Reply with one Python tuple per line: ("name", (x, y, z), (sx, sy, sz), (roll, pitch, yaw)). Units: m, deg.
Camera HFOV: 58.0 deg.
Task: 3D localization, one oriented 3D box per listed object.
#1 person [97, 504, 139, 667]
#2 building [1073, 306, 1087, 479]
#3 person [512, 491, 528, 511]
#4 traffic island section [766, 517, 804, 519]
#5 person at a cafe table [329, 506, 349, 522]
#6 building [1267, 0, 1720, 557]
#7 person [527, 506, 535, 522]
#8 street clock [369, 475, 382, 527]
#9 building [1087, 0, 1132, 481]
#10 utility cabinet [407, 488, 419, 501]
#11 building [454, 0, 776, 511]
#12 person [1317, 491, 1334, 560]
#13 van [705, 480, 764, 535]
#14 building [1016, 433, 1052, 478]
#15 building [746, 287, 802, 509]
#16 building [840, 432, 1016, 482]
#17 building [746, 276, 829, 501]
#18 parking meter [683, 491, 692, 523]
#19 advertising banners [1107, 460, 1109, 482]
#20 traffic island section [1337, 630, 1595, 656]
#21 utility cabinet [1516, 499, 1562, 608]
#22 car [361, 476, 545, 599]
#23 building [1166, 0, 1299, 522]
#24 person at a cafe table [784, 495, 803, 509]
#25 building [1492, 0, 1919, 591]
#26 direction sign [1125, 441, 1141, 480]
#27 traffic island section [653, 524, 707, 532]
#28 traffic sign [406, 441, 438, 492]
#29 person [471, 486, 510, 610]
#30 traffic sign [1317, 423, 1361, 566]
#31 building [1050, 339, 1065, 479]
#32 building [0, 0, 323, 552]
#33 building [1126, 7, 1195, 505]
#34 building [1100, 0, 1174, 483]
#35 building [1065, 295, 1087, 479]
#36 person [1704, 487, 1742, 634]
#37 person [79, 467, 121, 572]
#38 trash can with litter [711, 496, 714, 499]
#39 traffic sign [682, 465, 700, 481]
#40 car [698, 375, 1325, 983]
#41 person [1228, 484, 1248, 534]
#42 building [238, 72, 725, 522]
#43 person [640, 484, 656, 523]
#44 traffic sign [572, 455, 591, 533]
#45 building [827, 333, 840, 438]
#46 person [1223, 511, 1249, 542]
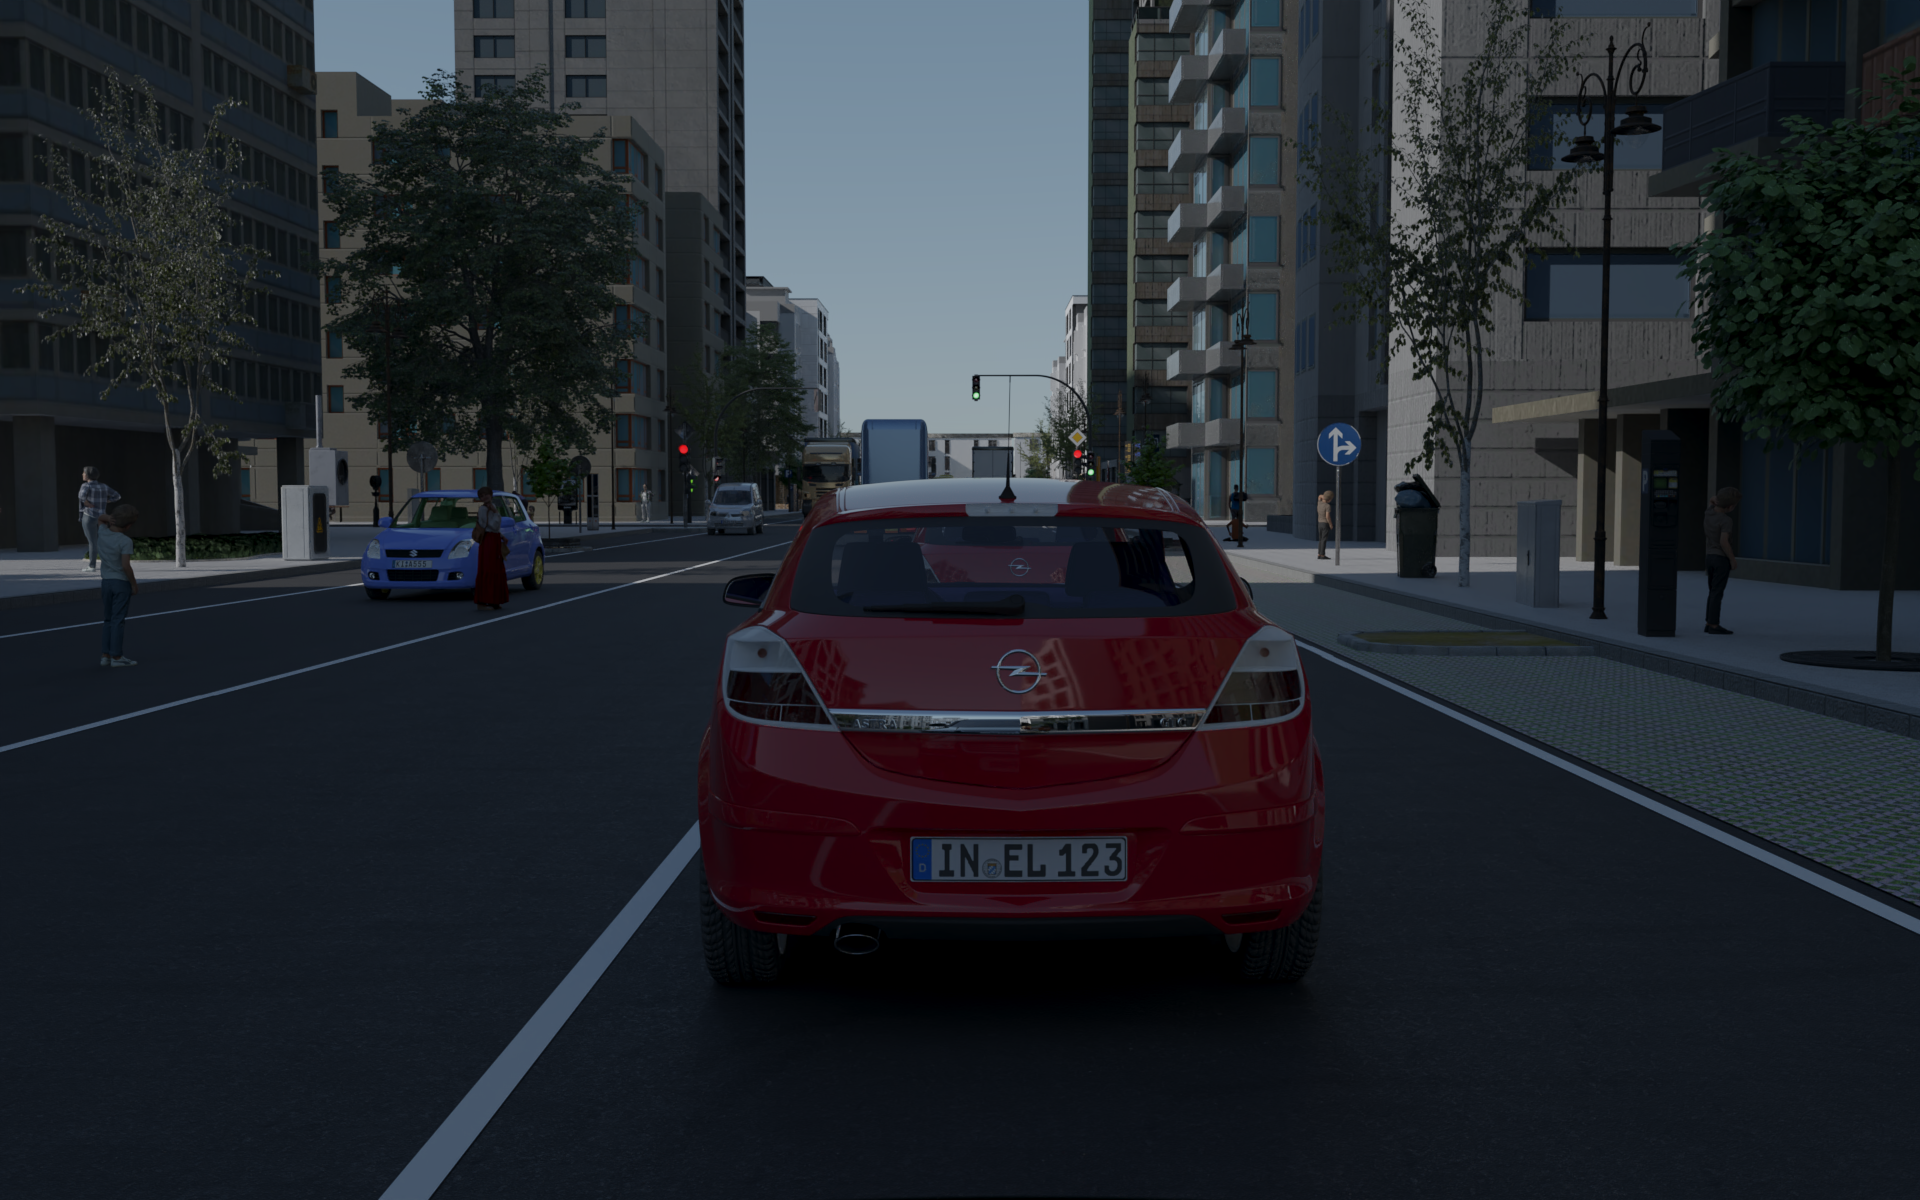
("person", (-7.029, -0.124, 14.438), (0.435, 1.345, 0.340), (1, 4, 8))
("building", (19.336, -19.257, 171.273), (16.016, 20.091, 11.380), (0, 4, 0))
("person", (-18.634, -3.919, 73.353), (0.697, 1.427, 0.421), (1, 4, 10))
("traffic island section", (-9.938, -4.642, 98.768), (1.991, 0.108, 1.994), (0, 4, 0))
("person at a cafe table", (-28.701, -4.299, 78.796), (1.698, 1.524, 1.622), (-1, 4, -17))
("building", (20.211, -30.908, 47.350), (21.231, 58.520, 28.212), (0, 4, 0))
("person", (-16.018, -3.072, 64.194), (0.347, 0.859, 0.695), (2, 4, 31))
("street clock", (-22.503, -3.802, 66.733), (0.471, 2.002, 0.358), (2, 4, 35))
("building", (17.313, -27.986, 141.163), (14.154, 41.232, 14.086), (0, 4, 0))
("utility cabinet", (-21.001, -3.543, 66.607), (0.318, 1.500, 1.173), (-2, 4, -25))
("building", (-24.777, -42.309, 130.004), (20.563, 71.187, 20.611), (0, 4, 0))
("person", (7.148, -1.468, 33.955), (0.340, 1.345, 0.435), (-3, 5, -40))
("van", (-8.005, -3.352, 61.817), (2.013, 2.044, 4.112), (0, 4, 0))
("building", (21.348, -18.251, 240.550), (28.070, 9.664, 9.099), (0, 4, 0))
("building", (-22.268, -18.333, 156.161), (16.016, 20.091, 11.380), (0, 4, 0))
("building", (-6.726, -18.224, 240.101), (28.070, 9.664, 9.099), (0, 4, 0))
("building", (-28.783, -20.476, 178.749), (27.936, 21.610, 32.646), (0, 4, 0))
("parking meter", (-11.990, -4.146, 76.192), (0.372, 1.533, 0.369), (0, 3, 0))
("advertising banners", (7.642, -5.789, 90.842), (0.090, 3.025, 2.074), (0, 4, -2))
("traffic island section", (4.605, 0.407, 16.213), (1.991, 0.108, 1.994), (0, 4, 0))
("utility cabinet", (6.665, -0.541, 20.000), (0.306, 1.237, 1.020), (0, 4, 7))
("car", (-7.184, -0.924, 24.703), (1.945, 1.707, 3.694), (0, 4, 2))
("building", (25.763, -28.571, 86.743), (30.456, 49.044, 23.786), (0, 4, 0))
("person at a cafe table", (-14.179, -8.504, 147.553), (1.622, 1.524, 1.698), (-1, 4, -15))
("building", (21.295, -22.294, 19.130), (22.147, 44.769, 28.867), (0, 4, 0))
("direction sign", (7.381, -5.015, 73.988), (0.379, 3.537, 0.876), (-3, 5, -45))
("traffic island section", (-10.497, -2.682, 66.136), (2.009, 0.180, 2.903), (0, 4, 0))
("traffic sign", (-12.968, -2.548, 41.770), (0.768, 2.556, 0.104), (0, 4, 2))
("person", (-5.808, -0.639, 21.413), (0.387, 1.526, 0.523), (1, 4, 9))
("traffic sign", (6.772, -1.889, 30.992), (0.768, 2.556, 0.104), (1, 4, 10))
("building", (19.371, -22.005, 216.199), (16.016, 20.091, 11.380), (0, 4, 0))
("building", (-31.338, -21.679, 46.331), (23.993, 40.220, 32.217), (0, 4, 0))
("building", (17.182, -20.498, 106.849), (14.160, 30.474, 14.107), (0, 4, 0))
("building", (21.131, -41.875, 122.905), (20.563, 71.187, 20.611), (0, 4, 0))
("building", (25.593, -21.417, 194.136), (27.936, 21.610, 32.646), (0, 4, 0))
("person", (6.978, -0.364, 15.898), (0.340, 1.345, 0.435), (-1, 4, -20))
("person", (-14.291, -1.337, 28.634), (0.376, 1.734, 0.841), (1, 4, 22))
("trash can with litter", (-12.303, -4.746, 88.980), (1.055, 1.170, 0.624), (3, 5, 41))
("traffic sign", (-12.117, -4.781, 77.905), (0.795, 2.593, 0.064), (0, 4, 4))
("car", (0.121, 0.151, 6.565), (2.155, 1.783, 4.494), (0, 4, -1))
("person", (8.991, -2.936, 55.910), (0.647, 1.594, 0.662), (1, 4, 14))
("building", (-28.695, -15.224, 93.956), (27.650, 21.520, 28.899), (0, 4, 0))
("person", (-14.145, -4.361, 78.068), (0.841, 1.734, 0.376), (2, 4, 30))
("traffic sign", (-12.524, -3.484, 57.072), (0.768, 2.556, 0.104), (0, 4, 7))
("building", (-22.084, -21.065, 200.830), (16.016, 20.091, 11.380), (0, 4, 0))
("person", (7.531, -1.981, 46.716), (0.655, 0.850, 0.859), (-3, 5, -42))
